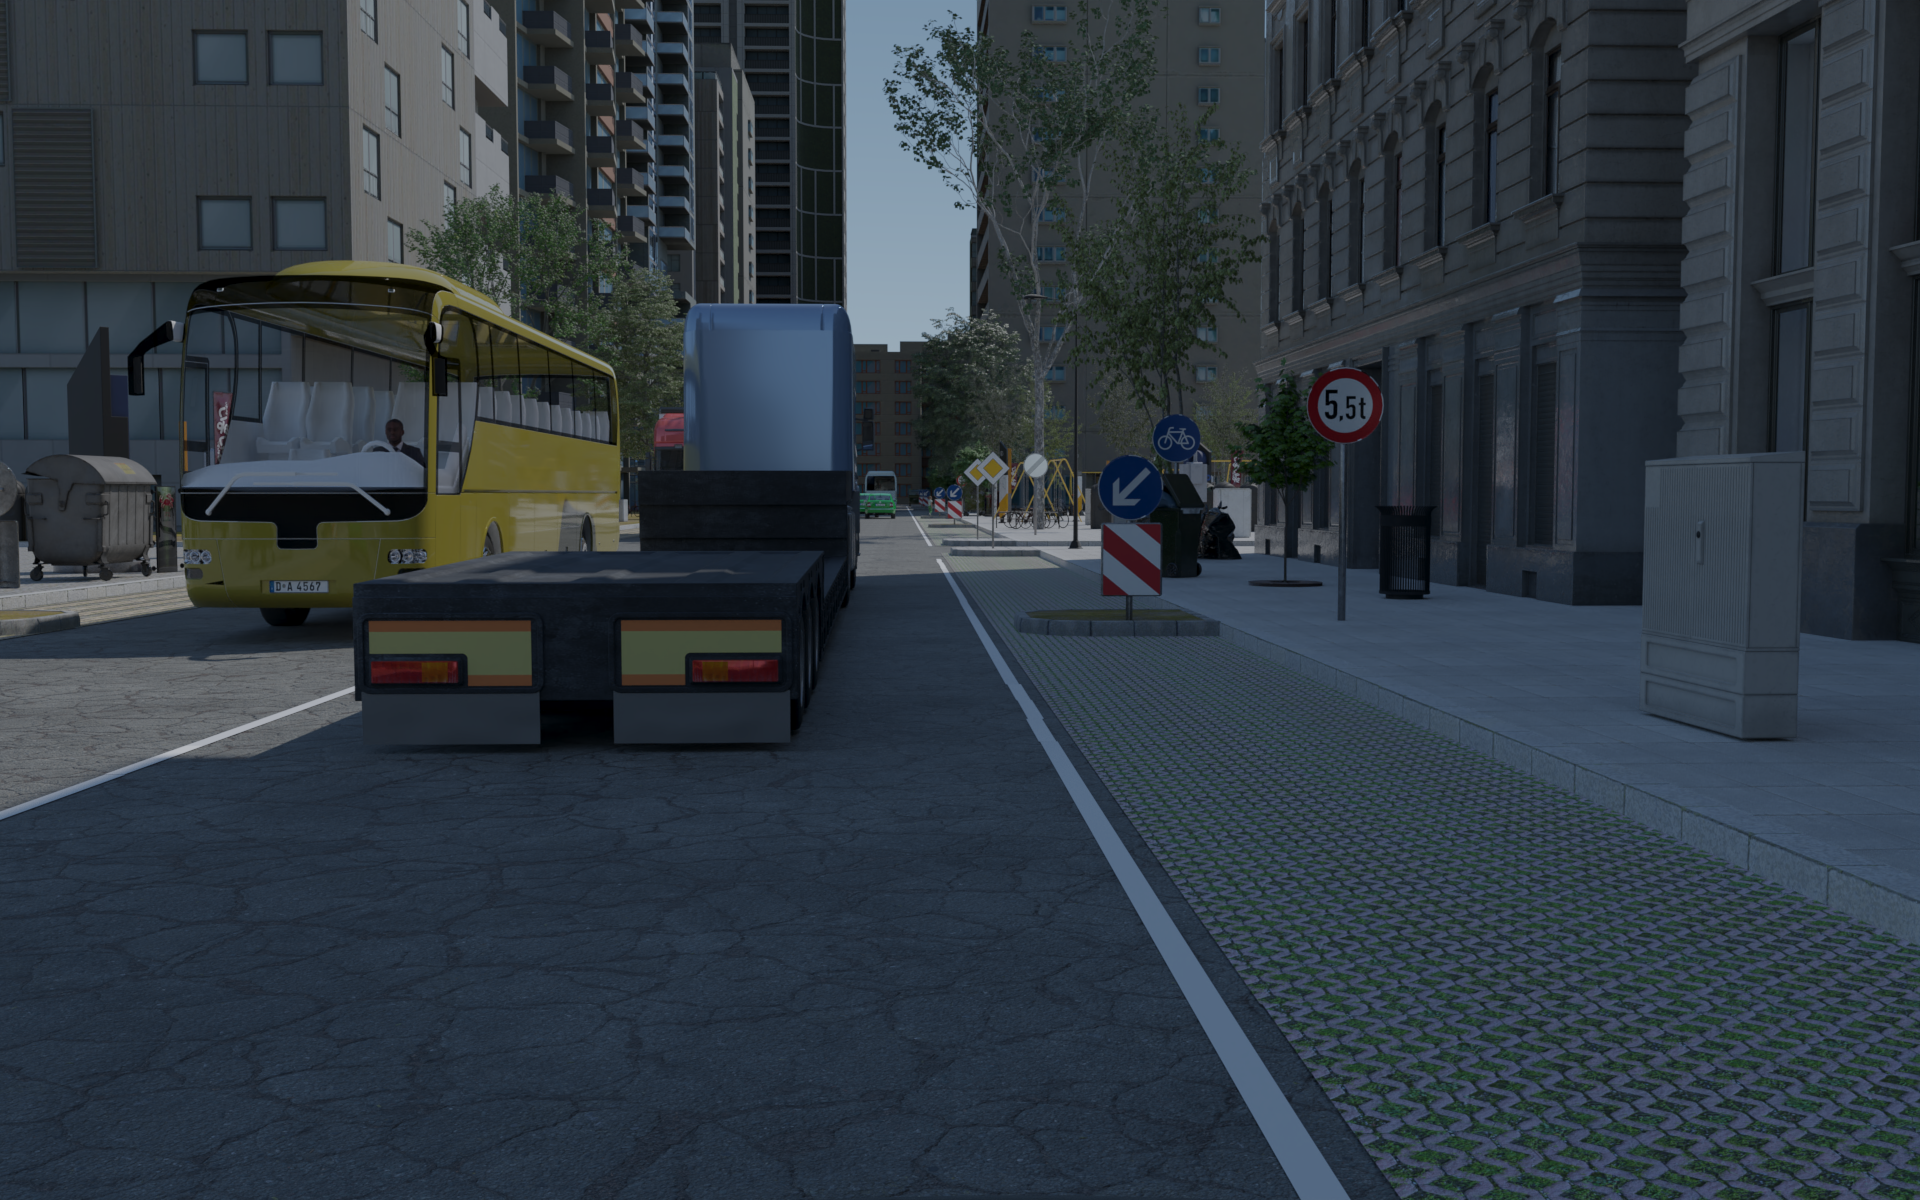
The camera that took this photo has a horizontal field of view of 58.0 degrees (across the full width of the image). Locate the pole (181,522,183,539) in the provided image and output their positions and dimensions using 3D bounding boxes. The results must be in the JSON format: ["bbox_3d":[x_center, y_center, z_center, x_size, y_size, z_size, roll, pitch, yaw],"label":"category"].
[{"bbox_3d":[-21.833,-3.358,48.740,0.158,3.312,0.155,0,3,0],"label":"pole"}]

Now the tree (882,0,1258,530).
[{"bbox_3d":[4.136,-12.563,61.292,12.611,20.169,13.585,0,3,0],"label":"tree"}]

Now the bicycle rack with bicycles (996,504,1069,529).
[{"bbox_3d":[2.722,-3.133,64.612,2.925,0.926,2.852,-1,4,-22],"label":"bicycle rack with bicycles"}]

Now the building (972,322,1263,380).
[{"bbox_3d":[15.555,-19.808,168.901,27.650,21.520,28.899,0,4,-2],"label":"building"}]

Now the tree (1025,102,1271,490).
[{"bbox_3d":[3.634,-4.986,31.884,4.737,8.622,4.395,0,3,0],"label":"tree"}]

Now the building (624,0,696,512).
[{"bbox_3d":[-31.781,-50.421,137.053,22.319,86.520,31.000,0,4,-2],"label":"building"}]

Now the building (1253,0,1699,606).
[{"bbox_3d":[11.396,-10.957,28.302,9.793,20.994,18.267,0,4,-2],"label":"building"}]

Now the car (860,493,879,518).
[{"bbox_3d":[-5.882,-5.987,106.678,1.959,1.807,4.718,0,4,-3],"label":"car"}]

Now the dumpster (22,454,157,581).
[{"bbox_3d":[-13.115,-1.246,26.134,1.264,1.857,1.865,0,4,-2],"label":"dumpster"}]

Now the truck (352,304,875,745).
[{"bbox_3d":[-2.485,-1.774,18.766,2.967,4.110,18.799,0,4,-2],"label":"truck"}]

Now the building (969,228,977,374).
[{"bbox_3d":[7.968,-25.574,189.839,14.160,30.474,14.107,0,4,-2],"label":"building"}]

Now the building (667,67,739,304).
[{"bbox_3d":[-28.234,-29.204,161.074,14.154,41.232,14.086,0,4,-2],"label":"building"}]

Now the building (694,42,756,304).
[{"bbox_3d":[-33.090,-34.257,183.797,21.600,48.544,21.300,0,4,-2],"label":"building"}]

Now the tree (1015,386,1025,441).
[{"bbox_3d":[5.267,-9.669,108.447,4.737,8.622,4.395,0,3,0],"label":"tree"}]

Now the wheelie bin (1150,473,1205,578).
[{"bbox_3d":[3.292,-1.149,26.700,0.693,1.594,0.980,3,5,44],"label":"wheelie bin"}]

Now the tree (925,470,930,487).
[{"bbox_3d":[-1.121,-11.021,163.902,4.285,4.588,4.351,0,3,0],"label":"tree"}]

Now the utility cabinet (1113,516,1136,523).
[{"bbox_3d":[3.124,-1.487,32.987,0.318,1.500,1.173,1,4,12],"label":"utility cabinet"}]

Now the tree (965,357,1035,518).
[{"bbox_3d":[2.123,-8.766,93.684,4.360,8.622,3.978,0,3,0],"label":"tree"}]

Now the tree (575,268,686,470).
[{"bbox_3d":[-16.086,-10.357,87.469,7.486,12.596,7.792,0,3,0],"label":"tree"}]

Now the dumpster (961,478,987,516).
[{"bbox_3d":[0.806,-5.977,100.224,1.502,2.255,1.985,0,4,-2],"label":"dumpster"}]

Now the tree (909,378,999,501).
[{"bbox_3d":[0.127,-11.884,128.709,8.767,10.594,7.601,0,4,8],"label":"tree"}]

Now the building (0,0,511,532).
[{"bbox_3d":[-34.040,-29.340,68.952,28.713,52.752,27.495,0,4,-2],"label":"building"}]

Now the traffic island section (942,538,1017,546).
[{"bbox_3d":[0.517,-1.621,48.780,2.009,0.180,2.903,0,4,-2],"label":"traffic island section"}]

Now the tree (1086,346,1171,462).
[{"bbox_3d":[8.021,-8.188,84.241,4.360,8.622,3.978,0,3,0],"label":"tree"}]

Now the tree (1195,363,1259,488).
[{"bbox_3d":[15.285,-9.045,98.240,4.360,8.622,3.978,0,3,0],"label":"tree"}]

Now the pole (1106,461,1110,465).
[{"bbox_3d":[9.032,-6.852,105.873,0.158,3.312,0.155,0,3,0],"label":"pole"}]

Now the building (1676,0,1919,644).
[{"bbox_3d":[12.779,-11.018,9.029,11.050,23.489,19.941,0,4,-2],"label":"building"}]

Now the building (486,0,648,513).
[{"bbox_3d":[-31.301,-27.572,105.427,22.147,44.769,28.867,0,4,-2],"label":"building"}]

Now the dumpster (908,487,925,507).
[{"bbox_3d":[-4.926,-11.815,198.124,1.985,2.255,1.502,0,4,-3],"label":"dumpster"}]

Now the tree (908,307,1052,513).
[{"bbox_3d":[1.137,-12.947,118.346,9.857,13.997,8.962,0,3,0],"label":"tree"}]

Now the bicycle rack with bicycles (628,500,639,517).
[{"bbox_3d":[-17.252,-5.140,97.422,2.925,0.926,2.852,3,5,44],"label":"bicycle rack with bicycles"}]

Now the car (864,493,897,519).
[{"bbox_3d":[-4.674,-5.670,101.494,1.959,1.807,4.718,0,4,-3],"label":"car"}]

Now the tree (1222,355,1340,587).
[{"bbox_3d":[4.561,-1.823,24.402,1.663,3.219,1.824,0,3,0],"label":"tree"}]

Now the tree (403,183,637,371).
[{"bbox_3d":[-14.748,-8.022,56.915,9.928,11.665,9.643,0,3,0],"label":"tree"}]

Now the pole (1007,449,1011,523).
[{"bbox_3d":[2.208,-5.133,77.760,0.158,3.312,0.155,0,3,0],"label":"pole"}]

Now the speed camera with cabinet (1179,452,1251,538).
[{"bbox_3d":[7.470,-3.446,50.685,2.038,3.252,0.660,-1,4,-12],"label":"speed camera with cabinet"}]

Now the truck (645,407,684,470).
[{"bbox_3d":[-8.613,-4.233,58.128,2.839,4.237,11.283,0,4,-4],"label":"truck"}]

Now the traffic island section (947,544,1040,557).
[{"bbox_3d":[0.797,-1.133,40.800,2.009,0.180,2.903,0,4,-2],"label":"traffic island section"}]

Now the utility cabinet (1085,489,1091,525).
[{"bbox_3d":[5.406,-3.862,71.828,0.318,1.500,1.173,1,4,10],"label":"utility cabinet"}]

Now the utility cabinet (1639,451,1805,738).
[{"bbox_3d":[4.136,-0.050,9.491,0.318,1.500,1.173,0,4,-4],"label":"utility cabinet"}]

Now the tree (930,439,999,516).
[{"bbox_3d":[1.102,-7.332,103.590,4.285,4.588,4.351,0,3,0],"label":"tree"}]
